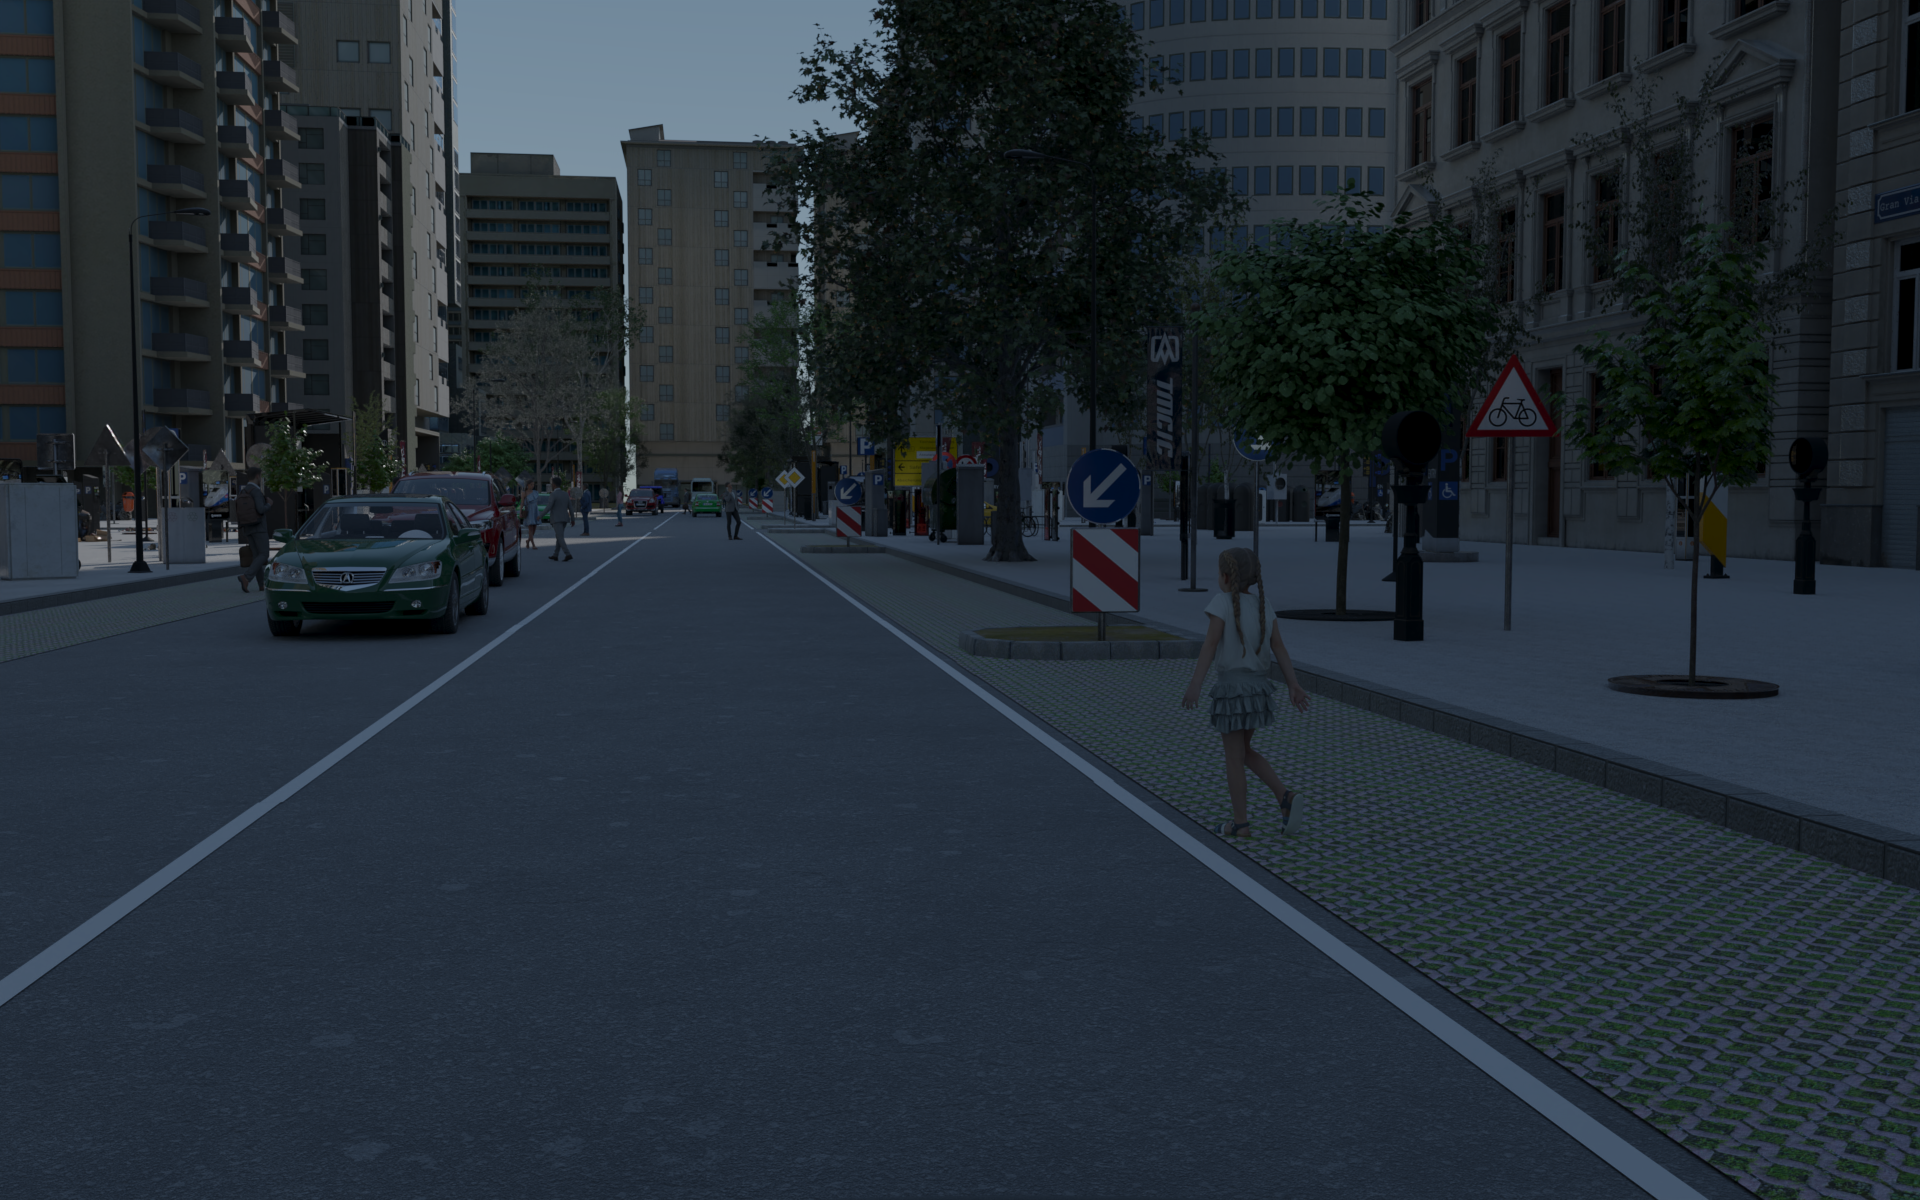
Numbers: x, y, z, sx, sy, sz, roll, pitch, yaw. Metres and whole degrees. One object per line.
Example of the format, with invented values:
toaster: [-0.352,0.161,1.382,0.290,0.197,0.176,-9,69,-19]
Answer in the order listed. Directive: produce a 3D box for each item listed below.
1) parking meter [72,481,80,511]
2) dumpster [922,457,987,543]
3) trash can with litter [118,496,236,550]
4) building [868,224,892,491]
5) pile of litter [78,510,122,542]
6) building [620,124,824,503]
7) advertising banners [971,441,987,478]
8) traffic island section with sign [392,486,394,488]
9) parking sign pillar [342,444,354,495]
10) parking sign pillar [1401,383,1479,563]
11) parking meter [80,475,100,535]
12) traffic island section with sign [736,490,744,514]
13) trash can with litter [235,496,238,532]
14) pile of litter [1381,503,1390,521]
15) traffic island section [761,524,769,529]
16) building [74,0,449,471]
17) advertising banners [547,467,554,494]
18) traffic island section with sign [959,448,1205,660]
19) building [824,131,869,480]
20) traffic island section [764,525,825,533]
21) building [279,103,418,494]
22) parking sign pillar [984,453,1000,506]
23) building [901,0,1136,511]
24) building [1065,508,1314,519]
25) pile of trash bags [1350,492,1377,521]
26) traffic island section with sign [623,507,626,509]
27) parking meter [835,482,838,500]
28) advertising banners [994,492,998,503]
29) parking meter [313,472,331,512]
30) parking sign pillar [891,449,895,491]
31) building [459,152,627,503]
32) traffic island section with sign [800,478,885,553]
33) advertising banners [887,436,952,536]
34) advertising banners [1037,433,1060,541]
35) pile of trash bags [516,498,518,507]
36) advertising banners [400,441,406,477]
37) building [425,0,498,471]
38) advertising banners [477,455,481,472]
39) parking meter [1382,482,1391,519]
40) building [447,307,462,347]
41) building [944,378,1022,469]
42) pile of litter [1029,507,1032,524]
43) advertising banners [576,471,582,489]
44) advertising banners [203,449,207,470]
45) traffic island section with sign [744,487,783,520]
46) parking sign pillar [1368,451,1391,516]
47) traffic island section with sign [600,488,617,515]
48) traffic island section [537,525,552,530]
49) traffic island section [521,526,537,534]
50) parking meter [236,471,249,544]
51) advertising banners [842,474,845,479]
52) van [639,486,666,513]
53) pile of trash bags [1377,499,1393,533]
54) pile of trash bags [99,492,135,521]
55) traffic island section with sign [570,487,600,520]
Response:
parking meter: [-38.590,-4.285,75.771,0.399,1.863,0.255,-2,4,-31]
dumpster: [-0.145,-2.680,46.306,1.502,2.255,1.985,-1,4,-8]
trash can with litter: [-18.482,-1.801,40.508,1.678,1.210,2.233,1,4,16]
building: [1.014,-35.266,200.296,21.300,48.544,21.600,-1,4,-8]
pile of litter: [-23.455,-2.001,46.688,1.719,0.858,1.176,-3,5,-44]
building: [-35.258,-40.775,255.916,27.495,52.752,28.713,-1,4,-8]
advertising banners: [-0.063,-3.775,57.912,2.074,3.025,0.090,2,4,29]
traffic island section with sign: [-12.923,-1.942,40.380,1.989,1.847,2.006,-1,4,-8]
parking sign pillar: [-33.238,-6.459,94.081,1.447,3.967,1.447,-1,4,-12]
parking sign pillar: [9.184,-2.726,33.044,1.447,3.967,1.447,0,4,3]
parking meter: [-26.080,-2.833,52.037,0.399,1.863,0.255,1,4,14]
traffic island section with sign: [-14.906,-7.041,123.756,1.989,1.847,2.006,-1,4,-8]
trash can with litter: [-24.092,-2.883,58.190,2.233,1.210,1.678,1,4,11]
pile of litter: [20.412,-4.134,81.554,1.176,0.858,1.719,1,4,15]
traffic island section: [-7.252,-3.036,71.926,2.009,0.180,2.903,-1,4,-8]
building: [-60.809,-34.480,152.983,28.713,52.752,27.495,-1,4,-8]
advertising banners: [-26.103,-6.988,110.443,0.090,3.025,2.074,0,4,-1]
traffic island section with sign: [1.034,-0.439,15.803,1.989,1.847,2.006,-1,4,-8]
building: [-8.133,-41.052,260.433,27.495,52.752,28.713,-1,4,-8]
traffic island section: [-6.085,-2.553,64.026,2.009,0.180,2.903,-1,4,-8]
building: [-49.898,-22.030,131.886,14.160,30.474,14.107,-1,4,-8]
parking sign pillar: [1.557,-6.390,92.941,1.447,3.967,1.447,0,4,-4]
building: [4.190,-38.693,174.629,21.231,58.520,28.212,-1,4,-8]
building: [19.041,-34.091,99.390,28.212,58.520,21.231,-1,4,-8]
pile of trash bags: [19.576,-4.625,85.368,1.912,1.369,3.447,0,4,-4]
traffic island section with sign: [-32.237,-9.938,171.114,1.989,1.847,2.006,-1,4,-8]
parking meter: [-5.613,-4.598,80.885,0.255,1.863,0.399,3,5,43]
advertising banners: [1.541,-5.507,86.223,0.090,3.025,2.074,2,4,26]
parking meter: [-15.878,-2.290,43.151,0.255,1.863,0.399,1,4,16]
parking sign pillar: [-3.669,-7.004,102.988,1.447,3.967,1.447,1,4,22]
building: [-59.458,-38.262,249.280,21.600,48.544,21.300,-1,4,-8]
traffic island section with sign: [-2.904,-2.070,42.470,1.989,1.847,2.006,-1,4,-8]
advertising banners: [-1.203,-3.479,53.071,2.074,3.025,0.090,2,4,23]
advertising banners: [2.416,-3.153,47.745,0.090,3.025,2.074,-1,4,-13]
pile of trash bags: [-37.322,-8.016,140.811,1.912,1.369,3.447,2,4,30]
advertising banners: [-18.349,-3.776,57.920,0.090,3.025,2.074,0,4,2]
building: [-67.574,-53.585,188.780,31.000,86.520,22.319,-1,4,-8]
advertising banners: [-21.112,-4.928,76.768,0.090,3.025,2.074,-2,4,-29]
parking meter: [21.112,-4.892,85.693,0.399,1.863,0.255,-3,4,-38]
building: [-82.867,-34.252,251.895,23.993,40.220,32.217,-1,4,-8]
building: [11.975,-49.683,124.991,22.319,86.520,31.000,-1,4,-8]
pile of litter: [3.548,-3.825,76.504,1.176,0.858,1.719,-2,4,-31]
advertising banners: [-30.111,-8.433,134.067,2.074,3.025,0.090,2,4,23]
advertising banners: [-30.125,-4.439,68.773,0.090,3.025,2.074,-2,4,-35]
traffic island section with sign: [-10.867,-5.371,96.439,1.989,1.847,2.006,-1,4,-8]
parking sign pillar: [21.546,-6.123,88.576,1.447,3.967,1.447,1,4,14]
traffic island section with sign: [-24.899,-6.901,121.451,1.989,1.847,2.006,-1,4,-8]
traffic island section: [-17.681,-2.943,70.396,2.009,0.180,2.903,-1,4,-8]
traffic island section: [-16.515,-2.460,62.497,2.009,0.180,2.903,-1,4,-8]
parking meter: [-18.339,-2.372,44.485,0.399,1.863,0.255,-1,4,-13]
advertising banners: [-7.524,-6.828,107.827,0.090,3.025,2.074,1,4,22]
van: [-23.161,-7.676,129.883,2.240,2.365,5.245,-1,4,-10]
pile of trash bags: [15.800,-2.881,56.861,3.447,1.369,1.912,-1,4,-20]
pile of trash bags: [-40.754,-4.508,83.457,3.447,1.369,1.912,3,4,37]
traffic island section with sign: [-20.954,-5.270,94.785,1.989,1.847,2.006,-1,4,-8]
